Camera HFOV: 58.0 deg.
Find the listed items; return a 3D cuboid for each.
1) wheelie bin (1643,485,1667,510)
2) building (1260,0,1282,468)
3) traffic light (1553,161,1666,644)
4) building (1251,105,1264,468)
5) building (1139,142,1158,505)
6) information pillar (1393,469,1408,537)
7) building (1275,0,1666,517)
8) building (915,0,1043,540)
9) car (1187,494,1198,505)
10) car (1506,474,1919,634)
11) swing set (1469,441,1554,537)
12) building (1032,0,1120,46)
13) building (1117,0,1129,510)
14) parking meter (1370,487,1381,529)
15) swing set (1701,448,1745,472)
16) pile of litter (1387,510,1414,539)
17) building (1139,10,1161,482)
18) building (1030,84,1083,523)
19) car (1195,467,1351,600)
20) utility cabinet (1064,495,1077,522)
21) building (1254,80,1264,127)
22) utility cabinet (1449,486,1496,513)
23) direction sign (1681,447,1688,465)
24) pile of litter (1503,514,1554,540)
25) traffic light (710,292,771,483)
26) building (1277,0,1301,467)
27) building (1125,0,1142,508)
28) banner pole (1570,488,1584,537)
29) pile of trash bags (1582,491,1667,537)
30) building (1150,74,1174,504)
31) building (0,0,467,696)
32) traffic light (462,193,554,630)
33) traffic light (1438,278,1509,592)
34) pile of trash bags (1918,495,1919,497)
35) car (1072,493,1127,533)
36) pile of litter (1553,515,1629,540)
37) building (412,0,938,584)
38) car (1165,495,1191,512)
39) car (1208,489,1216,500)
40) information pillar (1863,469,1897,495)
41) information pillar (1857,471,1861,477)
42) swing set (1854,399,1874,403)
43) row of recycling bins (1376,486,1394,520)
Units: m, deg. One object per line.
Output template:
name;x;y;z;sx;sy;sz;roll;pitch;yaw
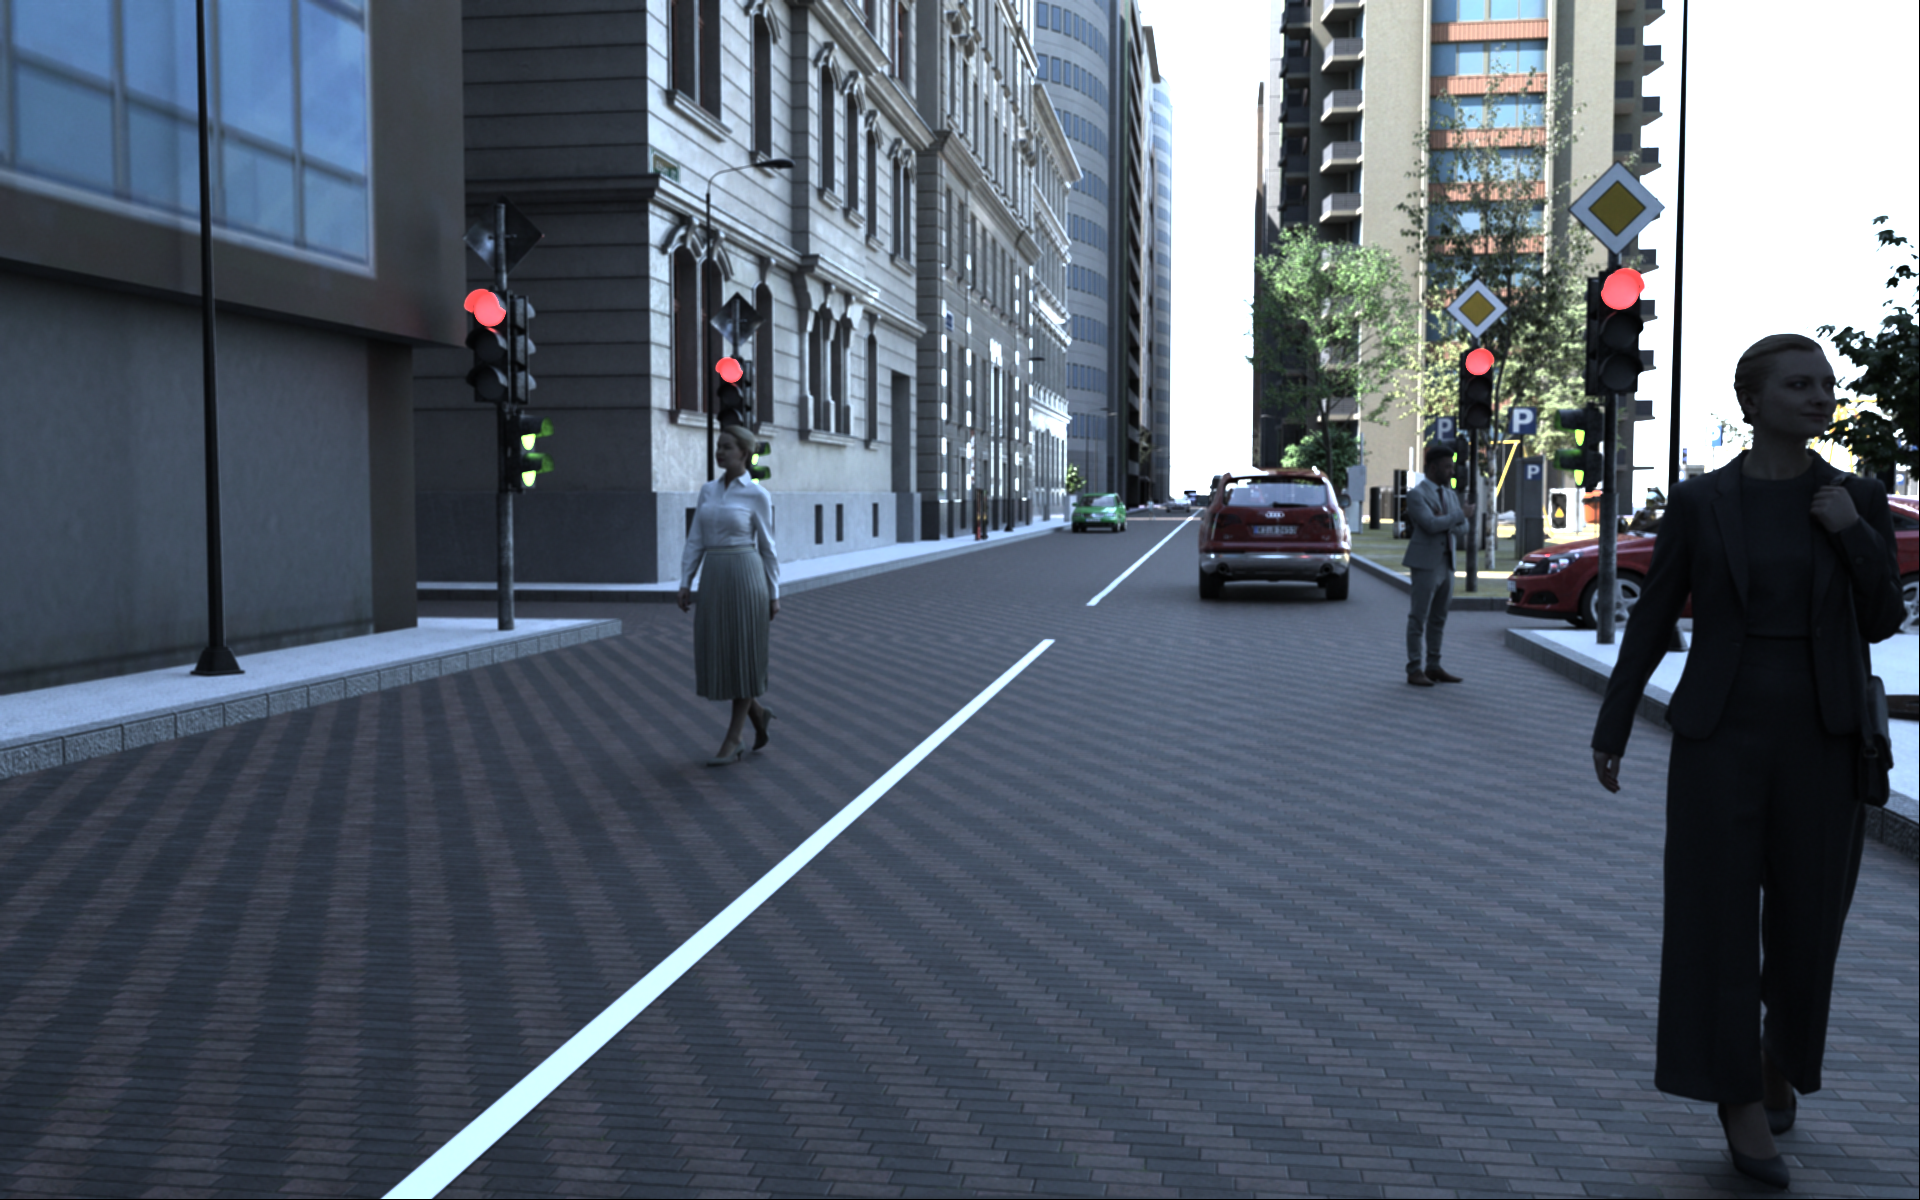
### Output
wheelie bin;29.373;-3.996;73.235;0.980;1.594;0.693;2;4;32
building;37.878;-37.524;155.520;21.231;58.520;28.212;1;4;8
traffic light;5.537;-1.582;14.788;0.839;4.253;0.868;1;4;8
building;40.053;-33.315;194.809;14.600;45.320;14.200;1;4;8
building;17.410;-34.648;216.602;14.600;45.320;14.200;1;4;8
information pillar;13.093;-2.874;51.478;0.304;2.012;0.304;-1;4;-18
building;31.974;-27.966;111.868;22.147;44.769;28.867;1;4;8
building;-4.353;-16.061;59.856;12.463;27.353;25.104;1;4;8
car;27.304;-11.811;202.705;1.945;1.707;3.694;0;4;7
car;7.907;-0.525;17.621;4.494;1.783;2.155;1;4;10
swing set;15.786;-3.347;52.351;2.862;2.851;3.119;-2;4;-25
building;-0.903;-34.928;113.074;21.231;58.520;28.212;1;4;8
building;5.618;-27.601;134.872;14.154;41.232;14.086;1;4;8
parking meter;15.168;-3.356;63.289;0.372;1.533;0.369;0;3;0
swing set;26.992;-3.763;59.138;3.119;2.851;2.862;1;4;11
pile of litter;13.024;-2.175;49.527;1.176;0.858;1.719;-2;4;-26
building;7.835;-37.136;196.405;28.713;52.752;27.495;1;4;8
building;-0.778;-15.086;82.809;11.583;22.565;21.152;1;4;8
car;4.547;-1.010;25.188;2.281;1.827;5.304;1;4;10
utility cabinet;5.068;-4.192;79.699;0.306;1.237;1.020;1;4;23
building;51.028;-38.235;214.385;28.713;52.752;27.495;1;4;8
utility cabinet;13.730;-2.307;46.398;1.173;1.500;0.318;2;4;28
direction sign;34.746;-5.607;83.673;0.379;3.537;0.876;-2;4;-32
pile of litter;16.207;-2.155;49.204;1.176;0.858;1.719;-1;4;-10
traffic light;-3.090;-2.153;24.127;0.839;4.253;0.868;1;4;8
building;31.876;-27.575;134.454;14.154;41.232;14.086;1;4;8
building;4.836;-32.386;153.218;21.300;48.544;21.600;1;4;8
banner pole;18.568;-3.789;51.969;0.401;3.779;0.863;1;4;17
pile of trash bags;19.038;-2.342;48.042;3.447;1.369;1.912;0;4;7
building;18.174;-42.540;237.529;21.231;58.520;28.212;1;4;8
building;-12.834;-22.004;9.869;14.200;45.320;14.600;1;4;8
traffic light;-4.268;-1.670;16.229;0.839;4.253;0.868;1;4;8
traffic light;6.715;-2.065;22.686;0.839;4.253;0.868;1;4;8
pile of trash bags;20.873;-1.724;37.940;1.912;1.369;3.447;3;5;40
car;5.309;-3.493;65.907;1.959;1.807;4.718;1;4;10
pile of litter;13.170;-1.310;35.382;1.719;0.858;1.176;-3;5;-42
building;-8.837;-15.195;35.820;14.401;28.519;23.554;1;4;8
car;17.528;-7.745;138.992;2.083;1.381;4.827;0;4;8
car;20.937;-7.911;138.020;2.281;1.827;5.304;0;4;7
information pillar;11.789;-1.085;22.227;0.304;2.012;0.304;0;4;4
information pillar;46.228;-5.966;88.896;0.504;3.616;0.183;1;4;18
swing set;16.057;-1.882;28.383;3.119;2.851;2.862;1;4;10
row of recycling bins;21.870;-4.941;87.900;1.069;1.692;3.534;-1;4;-14
